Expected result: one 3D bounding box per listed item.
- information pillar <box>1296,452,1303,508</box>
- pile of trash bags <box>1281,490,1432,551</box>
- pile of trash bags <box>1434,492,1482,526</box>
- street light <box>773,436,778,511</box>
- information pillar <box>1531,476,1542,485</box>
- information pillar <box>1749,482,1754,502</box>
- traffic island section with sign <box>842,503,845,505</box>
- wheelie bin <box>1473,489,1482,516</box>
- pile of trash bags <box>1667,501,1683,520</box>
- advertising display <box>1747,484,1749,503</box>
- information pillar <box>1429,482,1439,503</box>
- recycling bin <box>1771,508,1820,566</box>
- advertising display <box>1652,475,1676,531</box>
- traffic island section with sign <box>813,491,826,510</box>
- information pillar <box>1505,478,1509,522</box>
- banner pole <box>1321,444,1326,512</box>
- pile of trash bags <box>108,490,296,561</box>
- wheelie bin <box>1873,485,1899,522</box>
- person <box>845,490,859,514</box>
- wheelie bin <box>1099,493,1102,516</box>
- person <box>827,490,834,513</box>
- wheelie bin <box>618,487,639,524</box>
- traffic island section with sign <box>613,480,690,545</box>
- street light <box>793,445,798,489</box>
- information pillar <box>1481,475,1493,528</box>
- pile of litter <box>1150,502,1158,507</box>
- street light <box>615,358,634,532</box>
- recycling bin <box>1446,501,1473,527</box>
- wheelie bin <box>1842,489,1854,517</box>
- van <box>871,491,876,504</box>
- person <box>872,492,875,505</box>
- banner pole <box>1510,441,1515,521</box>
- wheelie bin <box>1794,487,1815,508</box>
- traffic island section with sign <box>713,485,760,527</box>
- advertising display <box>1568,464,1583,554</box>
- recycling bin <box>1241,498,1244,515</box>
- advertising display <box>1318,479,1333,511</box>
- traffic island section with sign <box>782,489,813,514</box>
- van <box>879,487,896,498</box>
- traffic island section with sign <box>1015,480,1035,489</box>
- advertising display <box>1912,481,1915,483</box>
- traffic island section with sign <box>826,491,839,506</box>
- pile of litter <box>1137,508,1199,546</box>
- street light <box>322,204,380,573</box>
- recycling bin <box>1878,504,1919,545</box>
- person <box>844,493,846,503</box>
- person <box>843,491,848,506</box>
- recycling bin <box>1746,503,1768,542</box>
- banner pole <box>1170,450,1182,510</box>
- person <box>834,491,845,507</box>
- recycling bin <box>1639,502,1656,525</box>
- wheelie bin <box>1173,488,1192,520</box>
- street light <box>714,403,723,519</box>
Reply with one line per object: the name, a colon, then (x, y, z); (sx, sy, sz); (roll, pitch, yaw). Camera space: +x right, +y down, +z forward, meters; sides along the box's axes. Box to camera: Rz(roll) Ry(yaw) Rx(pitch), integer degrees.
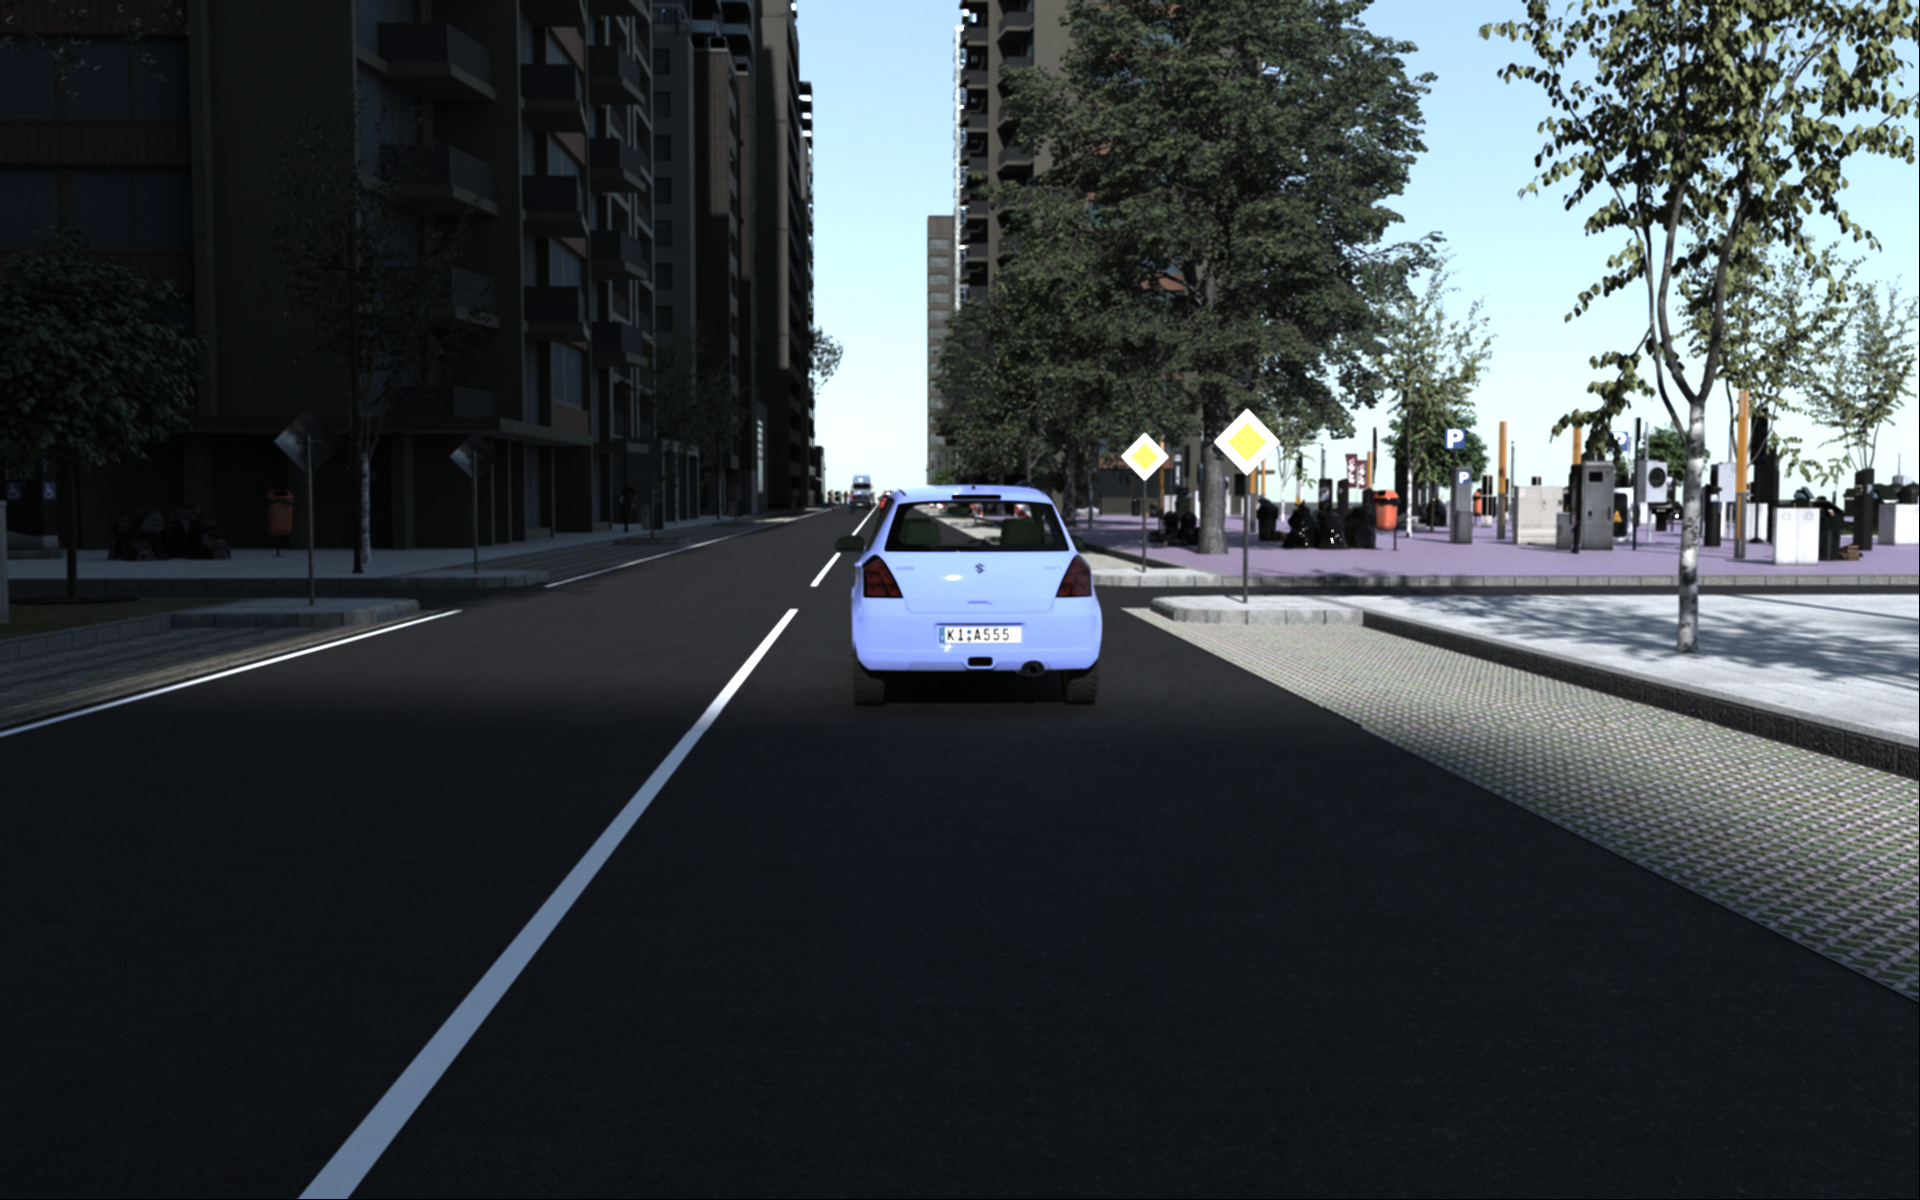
information pillar: (19.043, -6.471, 97.148); (0.183, 3.616, 0.504); (-1, 4, -23)
pile of trash bags: (9.105, -1.886, 40.596); (1.912, 1.369, 3.447); (-2, 4, -25)
pile of trash bags: (19.869, -3.695, 70.158); (3.447, 1.369, 1.912); (-1, 4, -20)
street light: (-14.340, -9.889, 134.469); (0.468, 5.910, 1.993); (0, 4, -2)
information pillar: (23.873, -4.115, 71.778); (0.304, 2.012, 0.304); (-3, 4, -36)
information pillar: (46.387, -5.930, 101.441); (0.304, 2.012, 0.304); (1, 4, 21)
traffic island section with sign: (-16.710, -13.930, 236.386); (1.989, 1.847, 2.006); (0, 4, -2)
wheelie bin: (30.043, -5.616, 99.722); (0.980, 1.594, 0.693); (-2, 4, -30)
pile of trash bags: (35.652, -4.645, 85.692); (3.447, 1.369, 1.912); (-1, 4, -14)
advertising display: (48.419, -6.137, 105.551); (0.974, 1.923, 0.123); (2, 4, 31)
information pillar: (25.281, -6.179, 92.379); (0.504, 3.616, 0.183); (1, 4, 22)
recycling bin: (15.146, -1.153, 31.403); (0.722, 1.027, 0.722); (1, 4, 22)
advertising display: (24.215, -3.336, 59.762); (0.123, 1.923, 0.974); (-2, 4, -33)
traffic island section with sign: (-13.237, -8.938, 154.770); (1.989, 1.847, 2.006); (0, 4, -2)
information pillar: (24.942, -4.581, 79.398); (0.304, 2.012, 0.304); (-2, 4, -34)
banner pole: (18.021, -5.869, 85.977); (0.401, 3.779, 0.863); (2, 4, 27)
pile of trash bags: (-15.032, -1.510, 34.443); (3.447, 1.369, 1.912); (-2, 4, -30)
wheelie bin: (32.698, -3.270, 61.373); (0.980, 1.594, 0.693); (-1, 4, -8)
person: (-7.956, -7.174, 126.515); (1.217, 1.743, 0.721); (-1, 4, -22)
wheelie bin: (8.168, -5.856, 103.660); (0.693, 1.594, 0.980); (0, 4, 2)
person: (-10.112, -7.687, 134.714); (0.750, 1.759, 0.617); (1, 4, 14)
wheelie bin: (-14.307, -4.101, 74.965); (0.693, 1.594, 0.980); (2, 4, 24)
traffic island section with sign: (-8.729, -2.480, 49.179); (1.989, 1.847, 2.006); (0, 4, -2)
street light: (-15.599, -11.730, 164.569); (0.468, 5.910, 1.993); (0, 4, -2)
information pillar: (20.204, -3.786, 66.399); (0.304, 2.012, 0.304); (-2, 4, -35)
pile of litter: (10.395, -4.906, 94.181); (1.719, 0.858, 1.176); (0, 4, -3)
street light: (-11.240, -5.220, 58.141); (0.468, 5.910, 1.993); (0, 4, -2)
recycling bin: (19.297, -3.326, 66.931); (0.722, 1.027, 0.722); (-2, 4, -25)
wheelie bin: (50.682, -5.539, 98.476); (0.693, 1.594, 0.980); (-3, 5, -43)
van: (-13.583, -15.417, 259.073); (2.013, 2.044, 4.112); (0, 4, -4)
person: (-11.257, -13.076, 223.017); (0.721, 1.743, 1.217); (-1, 4, -10)
banner pole: (26.130, -5.619, 81.883); (0.401, 3.779, 0.863); (2, 4, 27)
wheelie bin: (35.828, -4.015, 73.550); (0.693, 1.594, 0.980); (3, 5, 44)
traffic island section with sign: (-9.909, -4.175, 76.883); (1.989, 1.847, 2.006); (0, 4, -2)
advertising display: (13.407, -1.988, 37.711); (0.123, 1.923, 0.974); (1, 4, 12)
recycling bin: (17.391, -5.600, 104.115); (0.722, 1.027, 0.722); (3, 5, 42)
advertising display: (15.389, -4.143, 72.945); (0.123, 1.923, 0.974); (-1, 4, -17)
traffic island section with sign: (-12.087, -7.291, 127.839); (1.989, 1.847, 2.006); (0, 4, -2)
van: (-6.143, -8.936, 153.116); (2.013, 2.044, 4.112); (0, 4, -3)
traffic island section with sign: (1.728, -2.603, 51.191); (1.989, 1.847, 2.006); (0, 4, -2)
advertising display: (46.583, -4.912, 85.527); (0.123, 1.923, 0.974); (-3, 5, -43)
traffic island section with sign: (-15.529, -12.230, 208.587); (1.989, 1.847, 2.006); (0, 4, -2)
pile of litter: (5.486, -1.800, 43.391); (1.719, 0.858, 1.176); (-2, 4, -35)
street light: (-9.798, -3.377, 27.999); (0.468, 5.910, 1.993); (0, 4, -2)
recycling bin: (23.641, -1.897, 43.562); (0.722, 1.027, 0.722); (0, 4, -7)
person: (-16.528, -14.845, 251.078); (0.599, 1.838, 0.709); (-2, 4, -24)
person: (-14.089, -12.569, 214.020); (0.705, 1.822, 1.348); (1, 4, 18)
recycling bin: (21.621, -2.114, 47.115); (0.722, 1.027, 0.722); (3, 5, 41)
banner pole: (11.310, -6.182, 91.091); (0.863, 3.779, 0.401); (-1, 4, -18)
person: (-13.603, -11.479, 196.258); (1.350, 1.814, 0.705); (-3, 4, -36)
recycling bin: (28.696, -3.634, 71.978); (0.722, 1.027, 0.722); (2, 4, 33)
wheelie bin: (11.018, -4.741, 85.420); (0.980, 1.594, 0.693); (-1, 4, -17)
street light: (-12.314, -7.051, 88.071); (0.468, 5.910, 1.993); (0, 4, -2)
